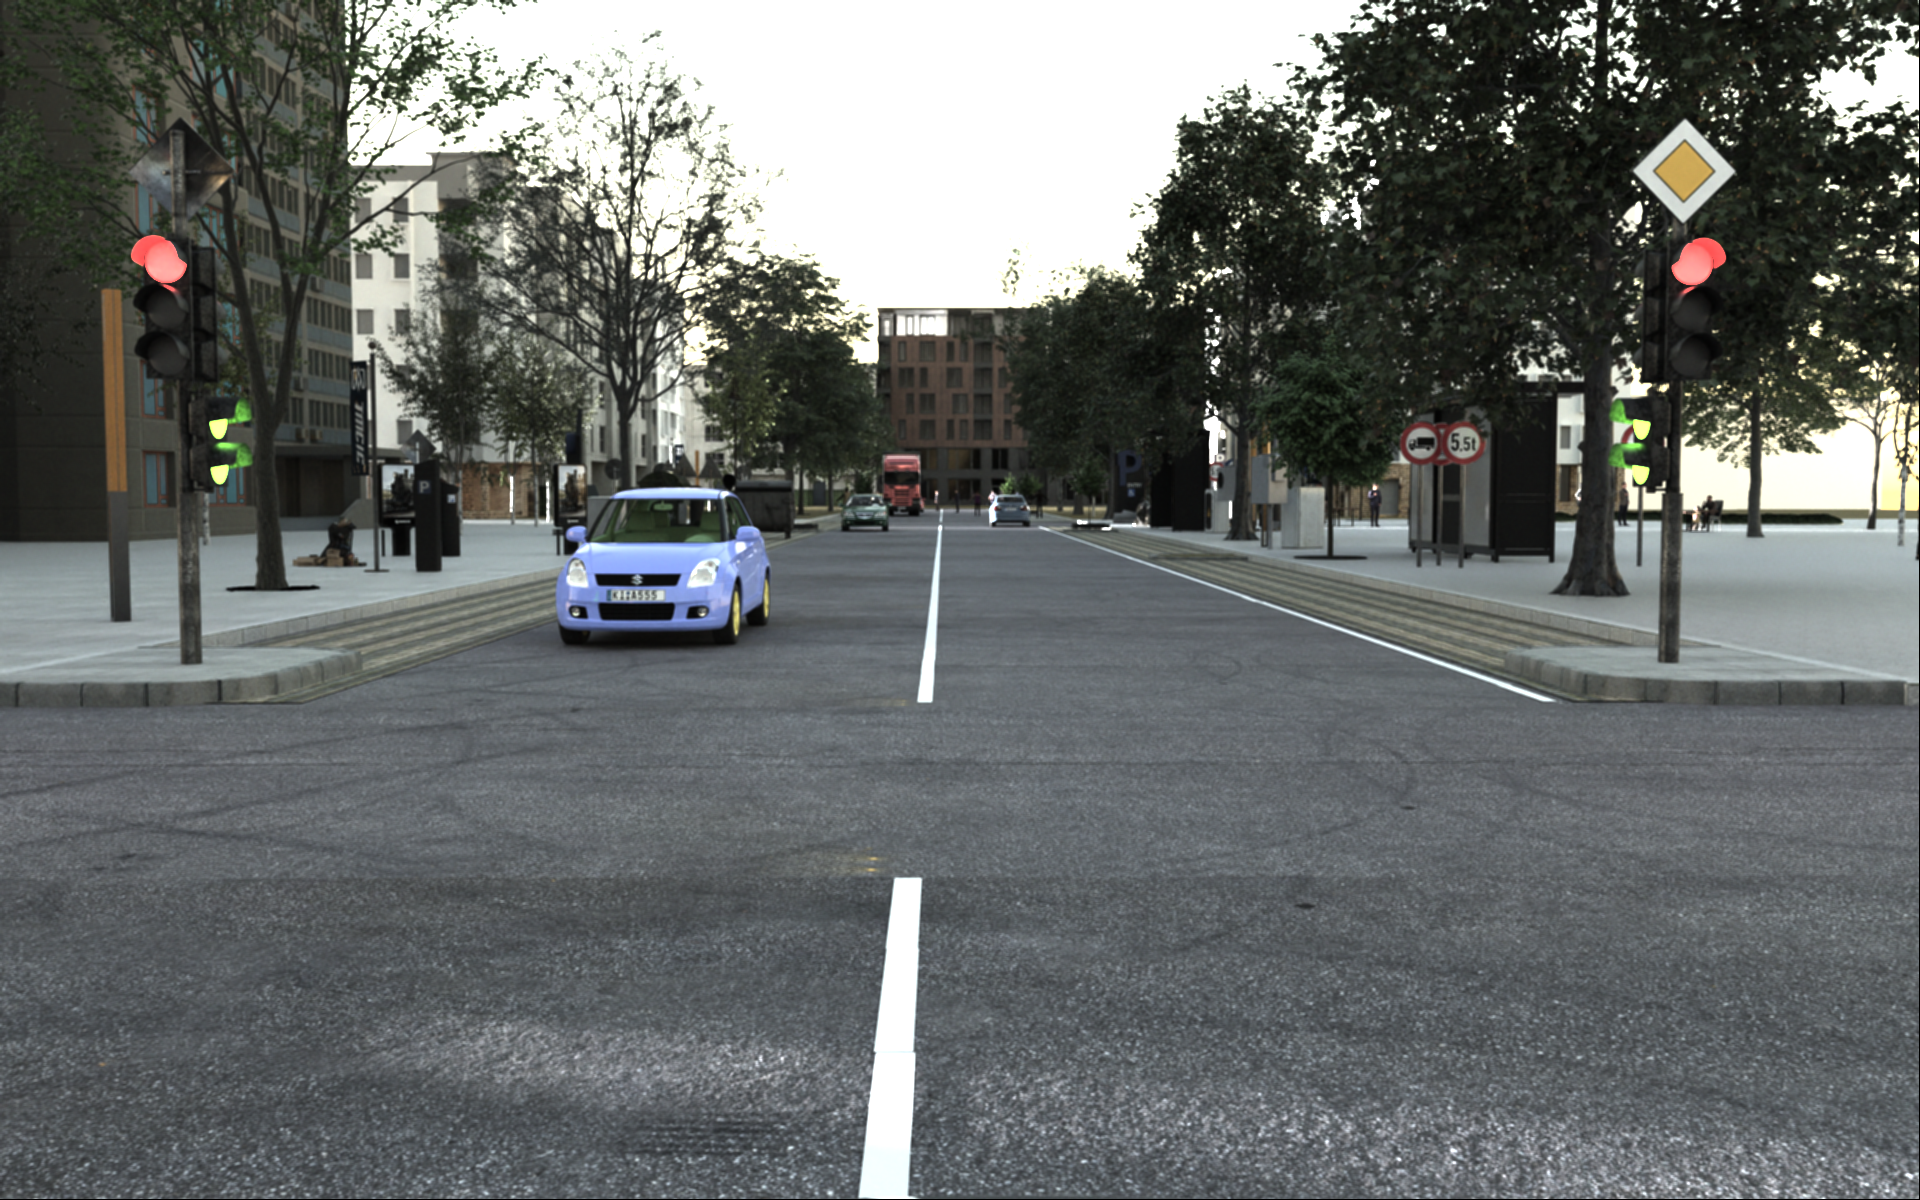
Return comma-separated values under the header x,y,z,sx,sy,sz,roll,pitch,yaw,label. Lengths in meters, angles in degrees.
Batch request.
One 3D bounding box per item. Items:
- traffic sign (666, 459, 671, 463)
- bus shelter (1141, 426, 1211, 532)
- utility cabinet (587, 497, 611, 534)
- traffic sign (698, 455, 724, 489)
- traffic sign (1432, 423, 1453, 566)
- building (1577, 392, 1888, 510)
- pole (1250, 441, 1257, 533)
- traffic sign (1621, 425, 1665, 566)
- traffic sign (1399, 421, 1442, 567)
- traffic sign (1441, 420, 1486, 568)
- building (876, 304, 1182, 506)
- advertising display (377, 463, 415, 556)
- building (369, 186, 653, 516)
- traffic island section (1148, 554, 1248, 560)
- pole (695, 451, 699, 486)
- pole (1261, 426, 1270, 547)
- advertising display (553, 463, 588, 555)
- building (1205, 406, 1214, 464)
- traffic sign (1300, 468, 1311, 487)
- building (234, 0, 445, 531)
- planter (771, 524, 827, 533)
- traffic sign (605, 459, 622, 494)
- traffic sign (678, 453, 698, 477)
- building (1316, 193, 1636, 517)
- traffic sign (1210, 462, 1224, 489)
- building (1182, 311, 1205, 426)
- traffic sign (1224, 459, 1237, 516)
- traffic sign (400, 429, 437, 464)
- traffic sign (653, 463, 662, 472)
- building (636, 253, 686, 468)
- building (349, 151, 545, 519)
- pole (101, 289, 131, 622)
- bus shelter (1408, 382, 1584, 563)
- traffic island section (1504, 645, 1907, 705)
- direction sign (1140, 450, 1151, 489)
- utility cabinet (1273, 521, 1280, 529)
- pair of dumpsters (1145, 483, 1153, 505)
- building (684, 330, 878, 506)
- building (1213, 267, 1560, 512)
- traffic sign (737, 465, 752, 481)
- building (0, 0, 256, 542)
x,y,z,sx,sy,sz,roll,pitch,yaw,label
-10.845,-3.940,64.423,0.884,2.594,0.081,0,4,0,traffic sign
7.678,-4.311,61.773,1.731,3.624,6.357,0,4,-1,bus shelter
-8.968,-2.004,43.935,1.020,1.237,0.306,1,4,22,utility cabinet
-8.364,-3.554,58.115,0.884,2.594,0.081,0,4,7,traffic sign
8.589,-1.889,30.993,0.768,2.556,0.104,0,4,0,traffic sign
63.821,-12.488,146.324,28.070,9.664,9.099,0,4,-1,building
9.704,-3.885,57.361,0.158,3.312,0.155,0,3,0,pole
12.092,-1.875,30.755,0.768,2.556,0.104,0,4,4,traffic sign
8.090,-1.855,30.442,0.768,2.556,0.104,0,4,3,traffic sign
8.717,-1.832,30.061,0.768,2.556,0.104,1,4,8,traffic sign
7.063,-21.775,199.992,32.646,21.610,27.936,0,4,-1,building
-11.605,-1.879,35.931,0.123,1.923,0.974,3,5,39,advertising display
-31.551,-15.225,115.384,16.747,18.905,31.486,0,4,-1,building
5.184,-0.934,38.130,1.991,0.108,1.994,0,4,-1,traffic island section
-12.305,-5.340,81.144,0.158,3.312,0.155,0,3,0,pole
7.406,-2.941,41.927,0.158,3.312,0.155,0,3,0,pole
-8.213,-1.916,36.538,0.123,1.923,0.974,2,4,26,advertising display
28.828,-17.644,144.892,16.016,20.091,11.380,0,4,-1,building
11.250,-3.401,55.720,0.768,2.556,0.104,1,4,9,traffic sign
-37.768,-22.902,66.326,32.217,40.220,23.993,0,4,-1,building
-5.999,-2.671,64.805,1.991,0.319,1.994,0,4,-1,planter
-12.398,-3.797,62.191,0.768,2.556,0.104,1,4,9,traffic sign
-8.683,-3.331,54.460,0.884,2.594,0.081,0,4,5,traffic sign
29.301,-14.986,101.443,16.016,20.091,11.380,0,4,-1,building
10.099,-4.175,68.362,0.768,2.556,0.104,0,4,6,traffic sign
39.713,-21.758,199.718,32.646,21.610,27.936,0,4,-1,building
9.888,-3.826,62.655,0.768,2.556,0.104,0,4,2,traffic sign
-11.012,-2.169,35.201,0.795,2.593,0.064,1,4,9,traffic sign
-12.135,-4.303,70.456,0.768,2.556,0.104,1,4,9,traffic sign
-28.994,-17.507,142.659,11.380,20.091,16.016,0,4,-1,building
-31.535,-14.518,93.785,16.016,20.091,11.380,0,4,-1,building
-8.460,-1.438,17.362,0.158,3.312,0.155,0,3,0,pole
10.750,-3.601,36.513,2.179,5.291,8.768,0,4,-1,bus shelter
5.427,0.555,13.214,2.009,0.180,2.903,0,4,-1,traffic island section
8.586,-5.370,79.795,0.876,3.537,0.379,0,4,-1,direction sign
11.500,-3.104,61.918,0.306,1.237,1.020,-1,4,-16,utility cabinet
9.295,-4.567,77.171,1.574,2.255,4.437,0,4,-1,pair of dumpsters
-24.952,-20.068,194.564,31.486,18.905,16.747,0,4,-1,building
28.880,-15.705,123.235,16.747,18.905,31.486,0,4,-1,building
-9.515,-4.645,76.055,0.768,2.556,0.104,0,4,7,traffic sign
-36.227,-11.940,40.254,27.650,21.520,28.899,0,4,-1,building
